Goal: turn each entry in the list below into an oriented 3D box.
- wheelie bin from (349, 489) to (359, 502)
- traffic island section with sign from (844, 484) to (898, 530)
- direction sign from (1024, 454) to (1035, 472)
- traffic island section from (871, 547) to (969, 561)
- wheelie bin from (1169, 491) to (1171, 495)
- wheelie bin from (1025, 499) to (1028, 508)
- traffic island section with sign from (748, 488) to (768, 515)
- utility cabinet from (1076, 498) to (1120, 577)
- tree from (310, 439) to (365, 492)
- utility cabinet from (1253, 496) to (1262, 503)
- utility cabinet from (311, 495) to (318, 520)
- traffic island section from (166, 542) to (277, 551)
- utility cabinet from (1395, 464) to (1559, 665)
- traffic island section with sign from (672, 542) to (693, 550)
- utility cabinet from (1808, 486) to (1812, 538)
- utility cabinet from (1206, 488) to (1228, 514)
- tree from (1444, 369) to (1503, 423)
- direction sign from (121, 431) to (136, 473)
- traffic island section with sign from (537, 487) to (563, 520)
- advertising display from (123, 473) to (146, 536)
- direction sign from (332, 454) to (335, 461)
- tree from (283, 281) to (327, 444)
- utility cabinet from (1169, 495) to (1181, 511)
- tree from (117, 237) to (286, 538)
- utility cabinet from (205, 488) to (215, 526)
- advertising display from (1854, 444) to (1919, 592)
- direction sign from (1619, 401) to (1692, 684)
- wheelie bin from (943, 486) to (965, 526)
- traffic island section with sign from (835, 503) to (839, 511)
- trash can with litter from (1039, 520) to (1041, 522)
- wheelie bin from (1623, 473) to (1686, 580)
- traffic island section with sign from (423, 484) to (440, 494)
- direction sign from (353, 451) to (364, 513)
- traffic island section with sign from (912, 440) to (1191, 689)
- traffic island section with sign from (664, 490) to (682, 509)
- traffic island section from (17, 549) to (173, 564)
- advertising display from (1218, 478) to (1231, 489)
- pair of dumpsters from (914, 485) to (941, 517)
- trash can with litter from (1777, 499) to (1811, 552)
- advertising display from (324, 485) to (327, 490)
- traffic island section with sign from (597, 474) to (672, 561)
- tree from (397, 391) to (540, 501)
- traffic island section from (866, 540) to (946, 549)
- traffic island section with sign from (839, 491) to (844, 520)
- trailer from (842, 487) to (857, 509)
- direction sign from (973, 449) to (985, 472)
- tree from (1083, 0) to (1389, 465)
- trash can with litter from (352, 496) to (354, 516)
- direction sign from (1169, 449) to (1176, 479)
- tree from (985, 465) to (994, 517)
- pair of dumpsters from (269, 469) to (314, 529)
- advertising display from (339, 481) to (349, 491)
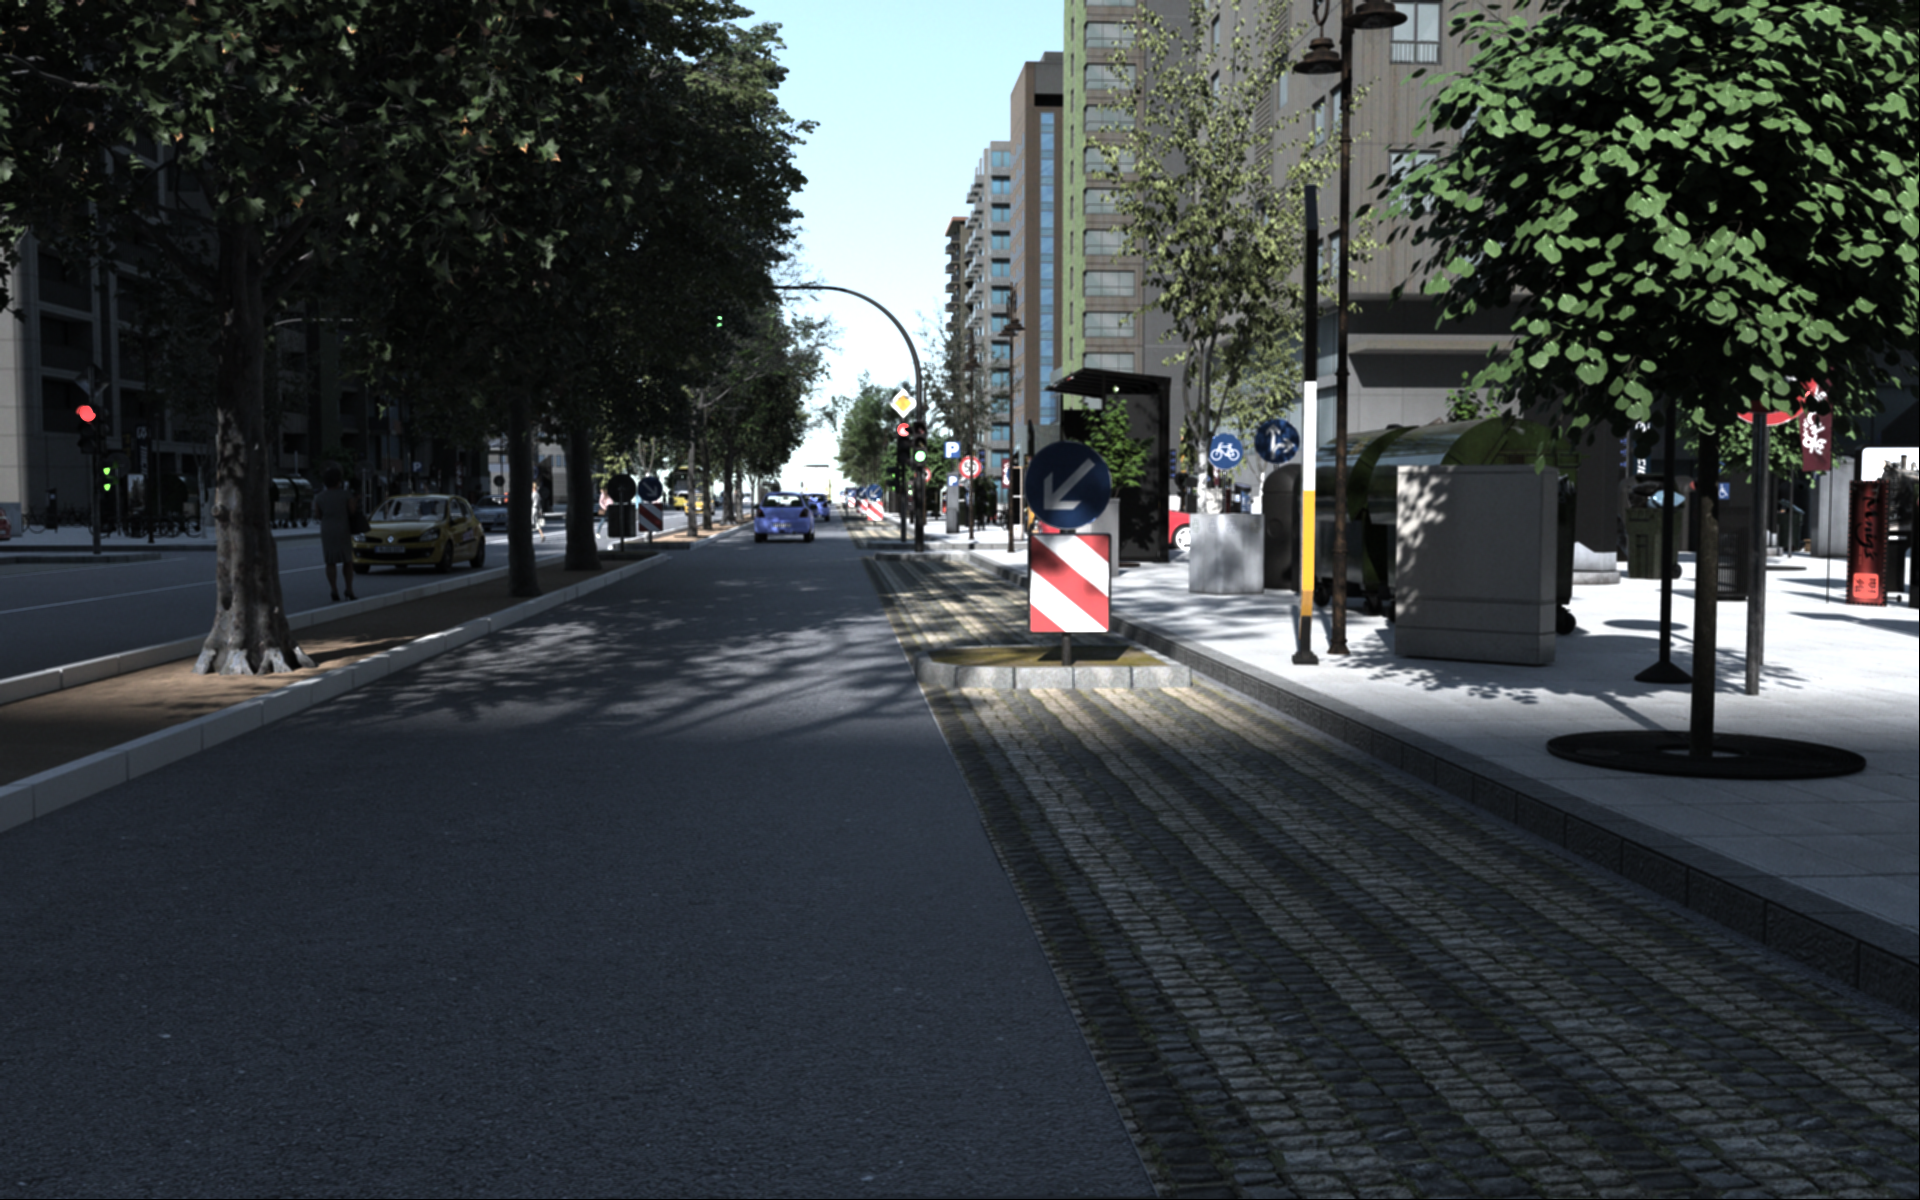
[{"bbox_3d":[-41.574,-6.772,118.632,0.693,1.594,0.980,2,4,23],"label":"wheelie bin"},{"bbox_3d":[-3.506,-3.674,68.704,1.989,1.847,2.006,0,4,-4],"label":"traffic island section with sign"},{"bbox_3d":[3.933,-6.487,98.062,0.379,3.537,0.876,3,5,45],"label":"direction sign"},{"bbox_3d":[-0.886,-0.977,38.261,2.009,0.180,2.903,0,4,-4],"label":"traffic island section"},{"bbox_3d":[9.894,-4.676,84.367,0.693,1.594,0.980,1,4,22],"label":"wheelie bin"},{"bbox_3d":[2.517,-3.884,71.418,0.980,1.594,0.693,-3,5,-44],"label":"wheelie bin"},{"bbox_3d":[-13.681,-6.861,120.321,2.006,1.907,1.989,0,4,-4],"label":"traffic island section with sign"},{"bbox_3d":[2.100,-0.940,26.533,0.306,1.237,1.020,2,4,29],"label":"utility cabinet"},{"bbox_3d":[-36.666,-7.271,102.590,4.285,4.588,4.351,0,3,0],"label":"tree"},{"bbox_3d":[9.126,-2.549,52.833,0.306,1.237,1.020,1,4,16],"label":"utility cabinet"},{"bbox_3d":[-31.728,-4.590,86.208,0.306,1.237,1.020,3,5,43],"label":"utility cabinet"},{"bbox_3d":[-19.026,-1.384,44.916,2.009,0.180,2.903,0,4,-4],"label":"traffic island section"},{"bbox_3d":[3.949,-0.281,13.270,1.173,1.500,0.318,3,5,42],"label":"utility cabinet"},{"bbox_3d":[-8.043,-2.279,45.393,2.006,1.907,1.989,0,4,-4],"label":"traffic island section with sign"},{"bbox_3d":[24.497,-2.525,49.964,1.173,1.500,0.318,0,4,-5],"label":"utility cabinet"},{"bbox_3d":[9.946,-3.590,67.377,1.173,1.500,0.318,2,4,34],"label":"utility cabinet"},{"bbox_3d":[7.874,-1.991,27.149,1.663,3.219,1.824,0,3,0],"label":"tree"},{"bbox_3d":[-29.541,-4.284,62.033,0.876,3.537,0.379,0,4,0],"label":"direction sign"},{"bbox_3d":[-22.773,-5.260,94.636,1.989,1.847,2.006,0,4,-4],"label":"traffic island section with sign"},{"bbox_3d":[-25.245,-2.923,53.003,0.123,1.923,0.974,0,4,5],"label":"advertising display"},{"bbox_3d":[-35.722,-6.536,98.857,0.379,3.537,0.876,-2,4,-27],"label":"direction sign"},{"bbox_3d":[-22.586,-6.446,55.752,4.360,8.622,3.978,0,3,0],"label":"tree"},{"bbox_3d":[10.010,-4.373,82.659,1.020,1.237,0.306,0,4,-3],"label":"utility cabinet"},{"bbox_3d":[-21.828,-6.075,49.681,4.360,8.622,3.978,0,3,0],"label":"tree"},{"bbox_3d":[-29.207,-3.652,68.390,0.318,1.500,1.173,2,4,30],"label":"utility cabinet"},{"bbox_3d":[12.147,-1.063,22.597,0.974,1.923,0.123,0,4,-4],"label":"advertising display"},{"bbox_3d":[4.831,-1.210,11.775,0.379,3.537,0.876,3,5,43],"label":"direction sign"},{"bbox_3d":[-0.116,-3.820,70.371,0.980,1.594,0.693,-2,4,-29],"label":"wheelie bin"},{"bbox_3d":[-9.201,-8.313,144.552,1.989,1.847,2.006,0,4,-4],"label":"traffic island section with sign"},{"bbox_3d":[3.264,-3.394,66.878,0.624,1.170,1.055,1,4,12],"label":"trash can with litter"},{"bbox_3d":[10.504,-1.119,26.200,0.693,1.594,0.980,-2,4,-33],"label":"wheelie bin"},{"bbox_3d":[-20.753,-3.616,67.756,1.989,1.847,2.006,0,4,-4],"label":"traffic island section with sign"},{"bbox_3d":[-31.336,-6.017,90.370,0.876,3.537,0.379,2,4,35],"label":"direction sign"},{"bbox_3d":[0.639,-0.304,13.601,1.989,1.847,2.006,0,4,-4],"label":"traffic island section with sign"},{"bbox_3d":[-28.547,-9.966,171.576,1.989,1.847,2.006,0,4,-4],"label":"traffic island section with sign"},{"bbox_3d":[-18.428,-0.897,36.953,2.009,0.180,2.903,0,4,-4],"label":"traffic island section"},{"bbox_3d":[10.705,-3.964,70.031,0.123,1.923,0.974,2,4,34],"label":"advertising display"},{"bbox_3d":[-1.830,-5.824,97.722,1.574,2.255,4.437,0,4,-4],"label":"pair of dumpsters"},{"bbox_3d":[18.755,-1.665,38.609,1.055,1.170,0.624,3,5,44],"label":"trash can with litter"},{"bbox_3d":[-35.230,-5.633,97.320,0.974,1.923,0.123,0,4,-5],"label":"advertising display"},{"bbox_3d":[-7.498,-1.827,38.006,2.006,1.907,1.989,0,4,-4],"label":"traffic island section with sign"},{"bbox_3d":[-24.153,-9.230,85.324,7.601,10.594,8.767,0,4,-6],"label":"tree"},{"bbox_3d":[-1.484,-1.464,46.224,2.009,0.180,2.903,0,4,-4],"label":"traffic island section"},{"bbox_3d":[-5.521,-5.325,95.688,1.989,1.847,2.006,0,4,-4],"label":"traffic island section with sign"},{"bbox_3d":[-9.435,-8.732,149.813,1.471,1.999,3.904,0,4,-5],"label":"trailer"},{"bbox_3d":[0.848,-5.815,87.074,0.876,3.537,0.379,2,4,23],"label":"direction sign"},{"bbox_3d":[3.638,-4.527,24.386,4.737,8.622,4.395,0,3,0],"label":"tree"},{"bbox_3d":[-31.222,-4.710,88.065,1.678,1.210,2.233,0,4,2],"label":"trash can with litter"},{"bbox_3d":[10.527,-5.850,87.651,0.876,3.537,0.379,3,4,37],"label":"direction sign"},{"bbox_3d":[1.183,-6.286,97.377,1.663,3.219,1.824,0,3,0],"label":"tree"},{"bbox_3d":[-25.622,-3.818,64.914,1.574,2.255,4.437,0,4,-4],"label":"pair of dumpsters"},{"bbox_3d":[-29.593,-4.784,83.436,0.123,1.923,0.974,0,4,-7],"label":"advertising display"}]
